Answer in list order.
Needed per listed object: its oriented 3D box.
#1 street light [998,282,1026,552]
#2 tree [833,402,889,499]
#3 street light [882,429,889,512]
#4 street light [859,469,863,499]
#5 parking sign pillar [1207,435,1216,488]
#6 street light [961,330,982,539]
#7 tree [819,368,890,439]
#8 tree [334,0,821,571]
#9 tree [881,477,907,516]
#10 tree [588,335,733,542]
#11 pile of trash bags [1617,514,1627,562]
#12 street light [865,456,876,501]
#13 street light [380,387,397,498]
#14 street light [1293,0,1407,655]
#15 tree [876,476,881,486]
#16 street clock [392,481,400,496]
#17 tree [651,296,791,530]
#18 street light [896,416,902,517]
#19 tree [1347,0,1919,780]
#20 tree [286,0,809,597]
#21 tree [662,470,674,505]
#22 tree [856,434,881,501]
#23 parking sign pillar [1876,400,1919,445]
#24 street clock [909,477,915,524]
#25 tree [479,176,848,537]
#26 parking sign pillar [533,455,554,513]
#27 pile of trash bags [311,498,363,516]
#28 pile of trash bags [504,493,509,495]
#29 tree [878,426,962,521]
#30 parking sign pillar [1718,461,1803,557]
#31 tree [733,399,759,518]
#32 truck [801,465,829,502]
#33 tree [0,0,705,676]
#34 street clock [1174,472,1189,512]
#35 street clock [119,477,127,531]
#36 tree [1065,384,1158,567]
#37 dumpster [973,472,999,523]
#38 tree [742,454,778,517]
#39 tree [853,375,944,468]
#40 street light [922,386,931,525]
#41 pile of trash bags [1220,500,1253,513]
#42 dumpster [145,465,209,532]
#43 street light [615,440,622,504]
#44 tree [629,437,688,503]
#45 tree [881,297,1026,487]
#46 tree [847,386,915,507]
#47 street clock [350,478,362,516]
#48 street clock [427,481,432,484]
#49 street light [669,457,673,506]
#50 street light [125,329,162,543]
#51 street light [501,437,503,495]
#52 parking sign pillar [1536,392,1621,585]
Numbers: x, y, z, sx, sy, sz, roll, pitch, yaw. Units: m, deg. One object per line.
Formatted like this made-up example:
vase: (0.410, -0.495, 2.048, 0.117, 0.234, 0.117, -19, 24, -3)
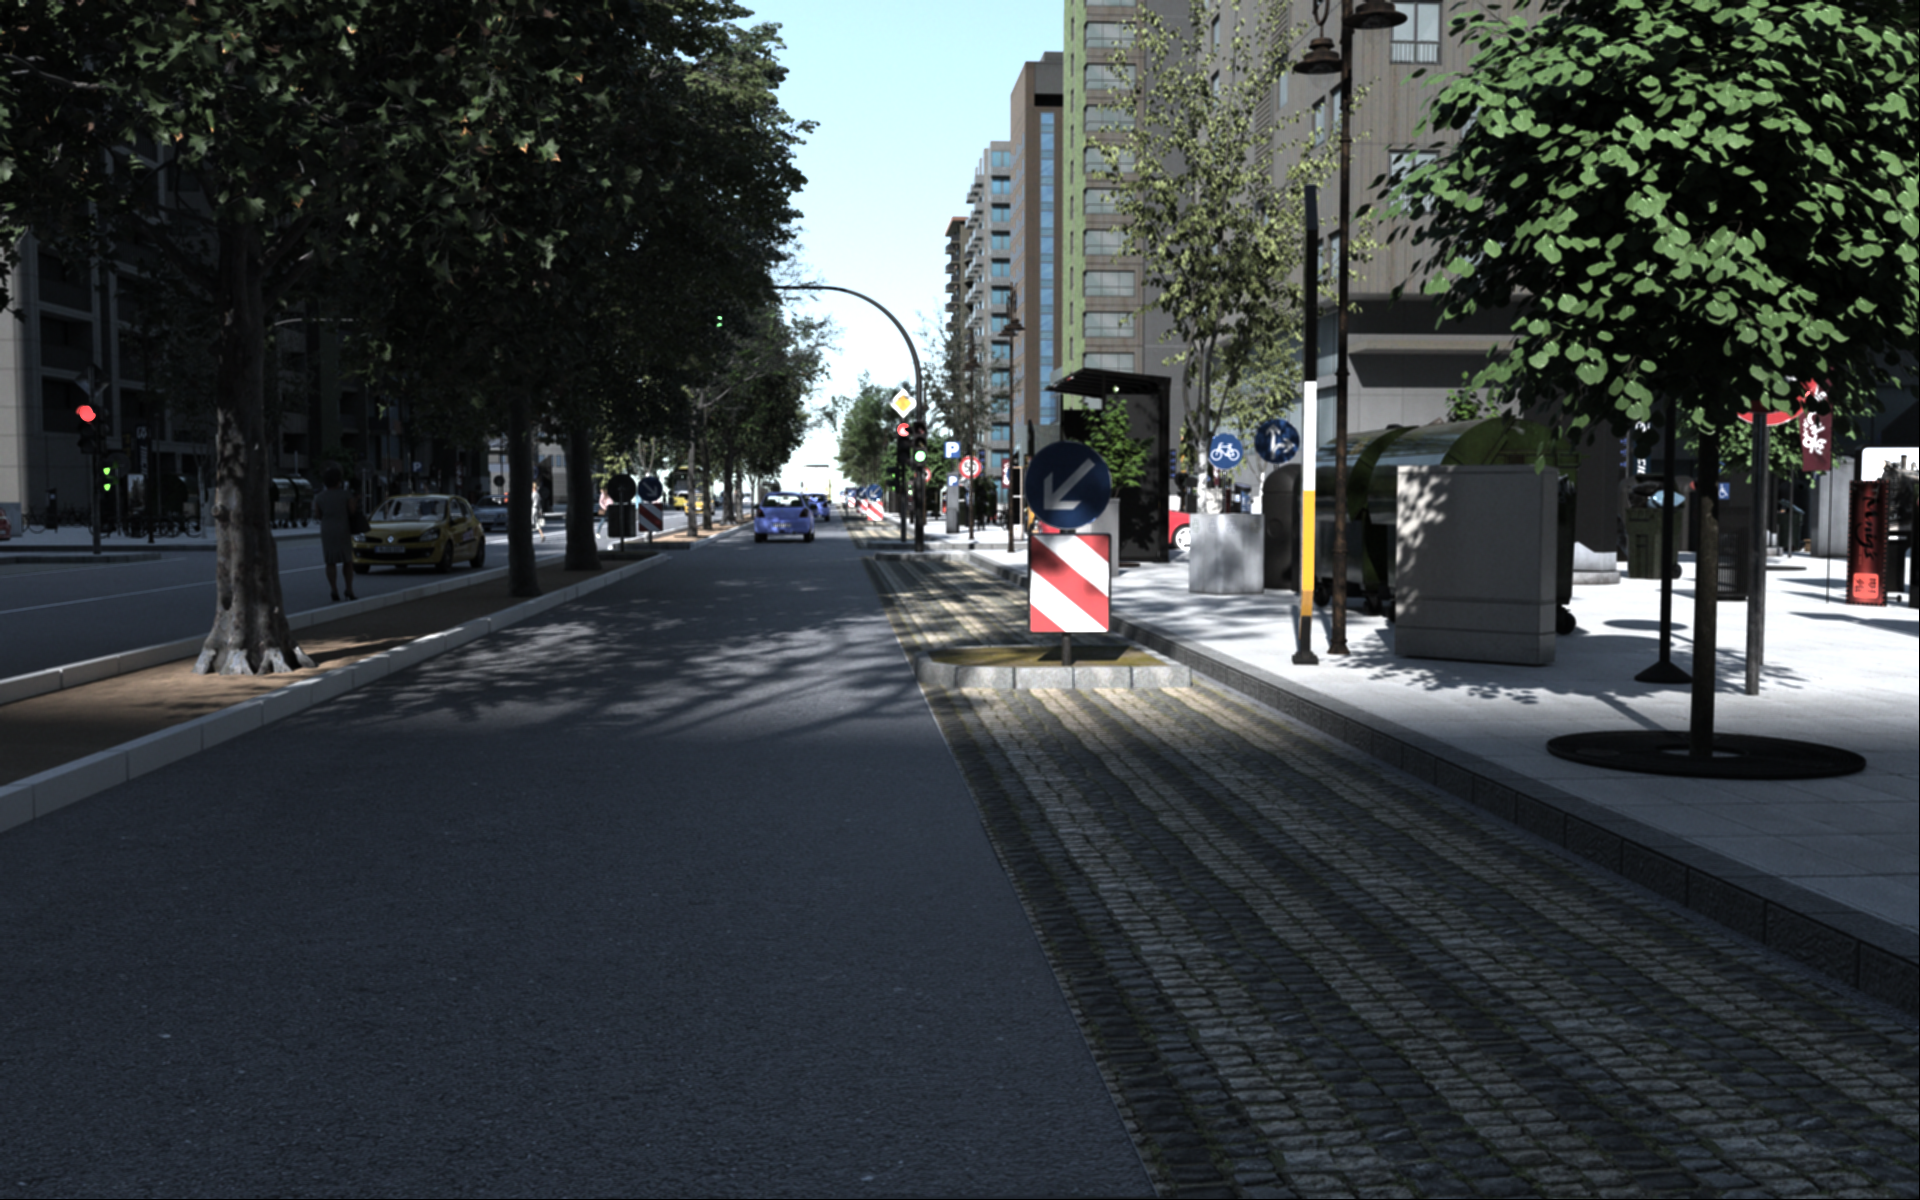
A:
street light: (1.125, -3.984, 37.933, 0.468, 5.910, 1.993, 0, 4, -4)
tree: (-12.277, -18.086, 213.840, 7.486, 12.596, 7.792, 0, 3, 0)
street light: (-5.376, -9.280, 124.515, 0.468, 5.910, 1.993, 0, 4, -4)
street light: (-11.657, -14.359, 207.556, 0.468, 5.910, 1.993, 0, 4, -4)
parking sign pillar: (11.303, -5.516, 78.651, 1.447, 3.967, 1.447, 1, 4, 16)
street light: (0.326, -4.654, 48.886, 0.468, 5.910, 1.993, 0, 4, -4)
tree: (-15.428, -24.942, 263.687, 12.611, 20.169, 13.585, 0, 3, 0)
tree: (-7.061, -7.514, 31.973, 9.857, 13.997, 8.962, 0, 3, 0)
tree: (-3.354, -6.514, 101.111, 1.663, 3.219, 1.824, 0, 3, 0)
tree: (-8.811, -5.848, 48.438, 4.737, 8.622, 4.395, 0, 3, 0)
pile of trash bags: (12.394, -1.505, 34.366, 1.912, 1.369, 3.447, 2, 4, 25)
street light: (-8.935, -12.217, 172.538, 0.468, 5.910, 1.993, 0, 4, -4)
street light: (-22.713, -5.873, 68.816, 0.468, 5.910, 1.993, 0, 4, -4)
street light: (3.043, -2.505, 13.741, 0.468, 5.910, 1.993, 0, 4, -4)
tree: (-6.757, -9.884, 156.199, 1.663, 3.219, 1.824, 0, 3, 0)
street clock: (-32.188, -5.766, 98.847, 0.471, 2.002, 0.358, 3, 5, 40)
tree: (-10.213, -8.609, 68.964, 9.928, 11.665, 9.643, 0, 3, 0)
street light: (-3.311, -7.602, 97.074, 0.468, 5.910, 1.993, 0, 4, -4)
tree: (3.564, -1.509, 8.394, 4.285, 4.588, 4.351, 0, 3, 0)
tree: (-5.945, -6.283, 23.320, 7.486, 12.596, 7.792, 0, 3, 0)
tree: (-33.905, -13.695, 207.624, 4.285, 4.588, 4.351, 0, 3, 0)
tree: (-8.432, -13.836, 176.574, 4.360, 8.622, 3.978, 0, 3, 0)
parking sign pillar: (26.941, -3.755, 49.869, 1.447, 3.967, 1.447, -1, 4, -19)
street clock: (-2.085, -4.315, 75.128, 0.358, 2.002, 0.471, 0, 4, -4)
tree: (-8.934, -8.833, 57.245, 12.009, 13.543, 11.850, 0, 3, 0)
parking sign pillar: (-28.548, -7.953, 118.507, 1.447, 3.967, 1.447, 0, 4, -3)
pile of trash bags: (-33.910, -5.165, 94.200, 1.912, 1.369, 3.447, 2, 4, 29)
pile of trash bags: (-30.947, -6.362, 113.775, 3.447, 1.369, 1.912, -3, 5, -45)
tree: (-1.167, -6.090, 83.291, 4.285, 4.588, 4.351, 0, 3, 0)
parking sign pillar: (16.410, -2.912, 36.088, 1.447, 3.967, 1.447, -1, 4, -21)
tree: (-11.625, -8.188, 86.695, 4.737, 8.622, 4.395, 0, 3, 0)
truck: (-14.339, -11.198, 171.994, 2.839, 4.237, 11.283, 0, 4, -6)
tree: (-5.767, -5.756, 13.583, 9.611, 12.733, 9.660, 0, 3, 0)
street clock: (7.406, -3.257, 57.827, 0.471, 2.002, 0.358, -2, 4, -32)
street clock: (-29.062, -3.405, 60.241, 0.471, 2.002, 0.358, -2, 4, -34)
tree: (2.776, -2.201, 30.592, 1.663, 3.219, 1.824, 0, 3, 0)
dumpster: (0.884, -4.464, 75.484, 1.502, 2.255, 1.985, 0, 4, -4)
tree: (-12.829, -9.423, 106.887, 4.360, 8.622, 3.978, 0, 3, 0)
tree: (-4.903, -12.272, 135.054, 7.601, 10.594, 8.767, 1, 4, 15)
street light: (-1.472, -6.119, 72.839, 0.468, 5.910, 1.993, 0, 4, -4)
pile of trash bags: (11.089, -3.377, 64.961, 1.912, 1.369, 3.447, 3, 5, 39)
dumpster: (-26.559, -3.435, 58.657, 1.502, 2.255, 1.985, 0, 4, -4)
street light: (-28.533, -10.532, 144.991, 0.468, 5.910, 1.993, 0, 4, -4)
tree: (-31.253, -15.012, 179.864, 8.767, 10.594, 7.601, -1, 4, -14)
tree: (0.017, -6.984, 64.544, 4.360, 8.622, 3.978, 0, 3, 0)
tree: (-7.291, -14.706, 166.200, 9.928, 11.665, 9.643, 0, 3, 0)
street clock: (-26.700, -4.406, 76.604, 0.471, 2.002, 0.358, 1, 4, 22)
street clock: (-29.394, -5.566, 95.581, 0.358, 2.002, 0.471, 2, 4, 34)
street light: (-32.262, -13.474, 193.094, 0.468, 5.910, 1.993, 0, 4, -4)
street light: (-21.112, -4.419, 45.031, 0.468, 5.910, 1.993, 0, 4, -4)
street light: (-24.702, -7.373, 93.343, 0.468, 5.910, 1.993, 0, 4, -4)
parking sign pillar: (8.810, -2.234, 25.004, 1.447, 3.967, 1.447, -3, 5, -41)
